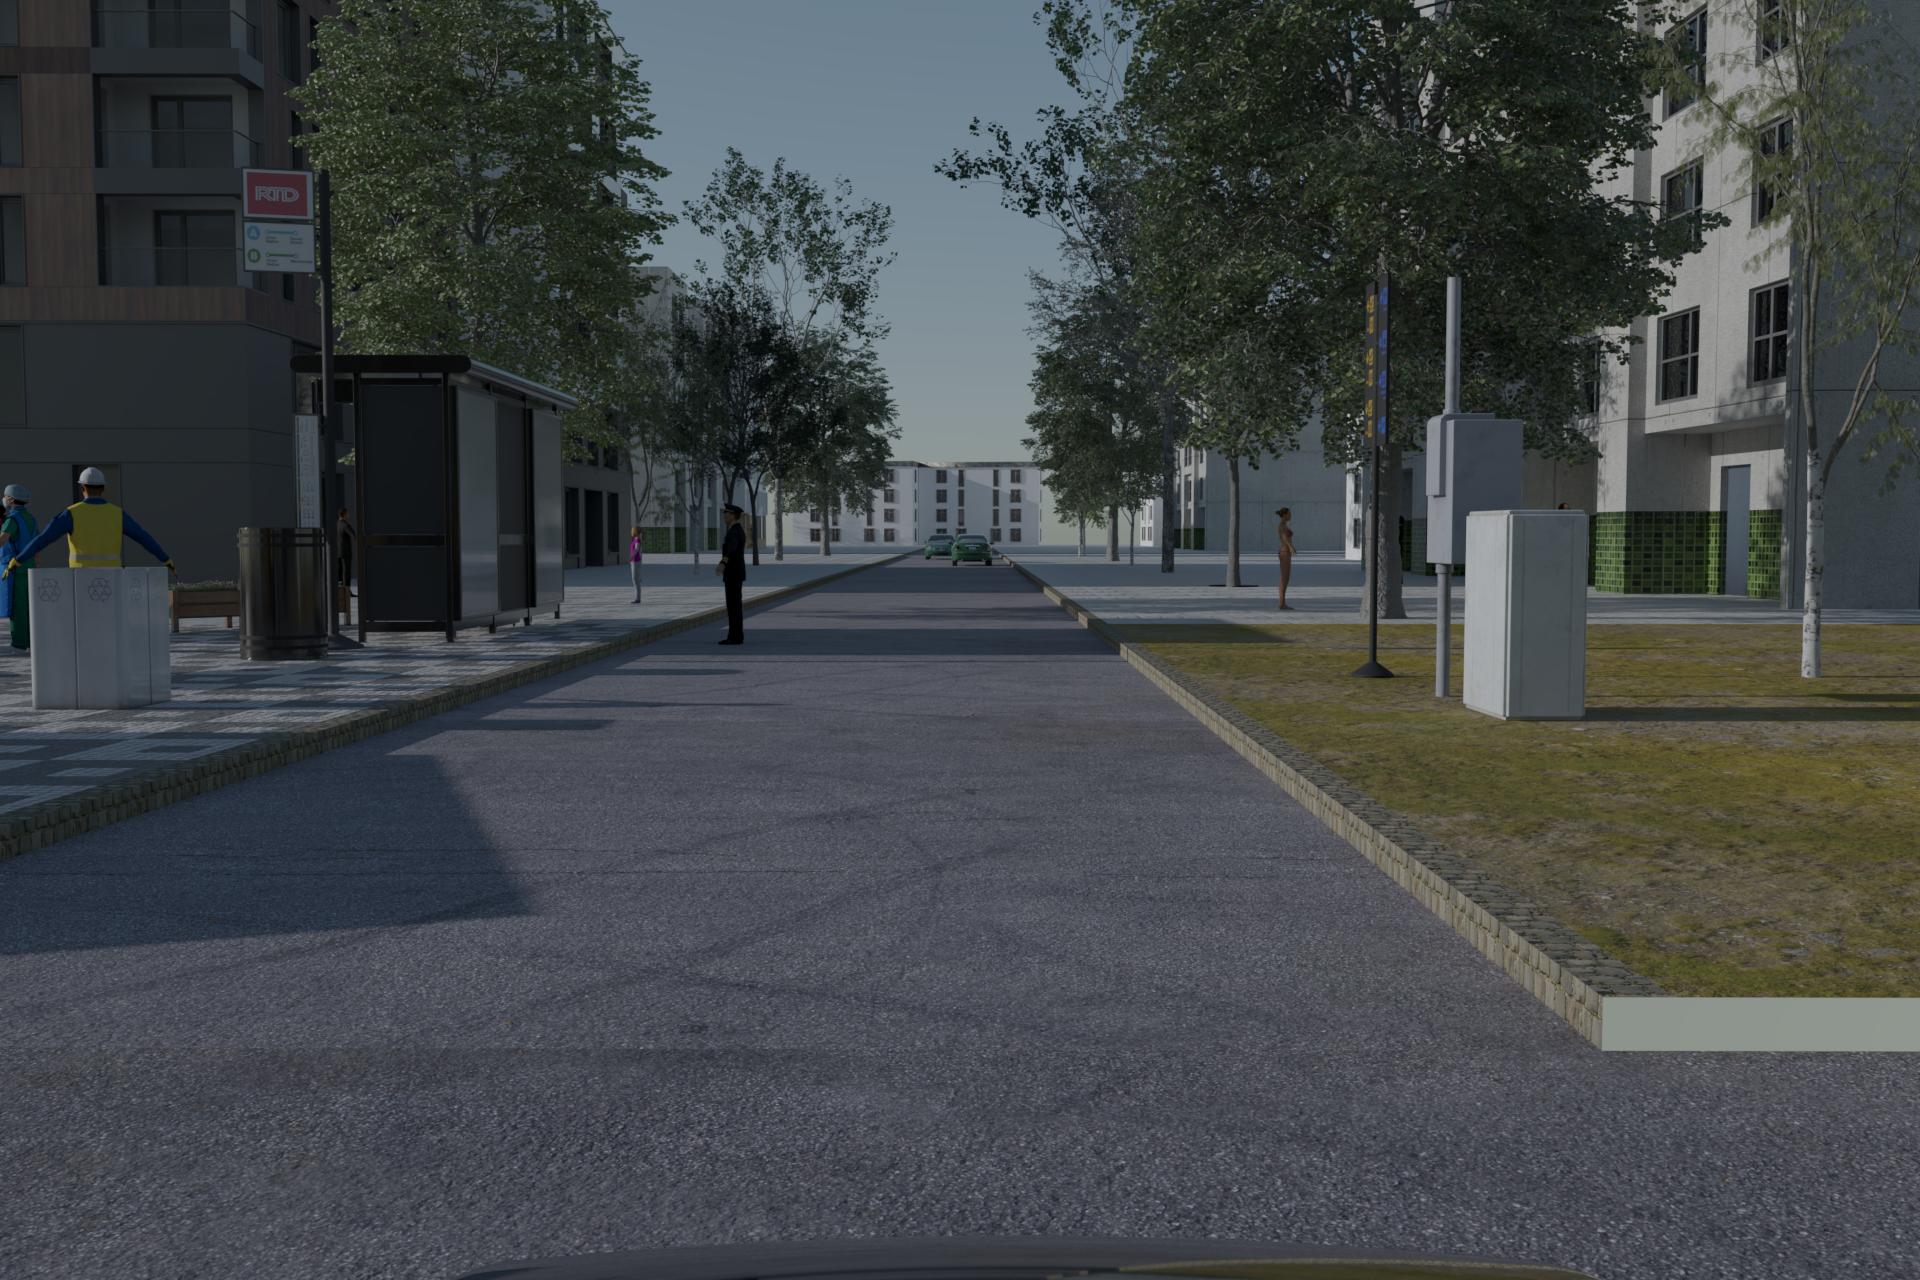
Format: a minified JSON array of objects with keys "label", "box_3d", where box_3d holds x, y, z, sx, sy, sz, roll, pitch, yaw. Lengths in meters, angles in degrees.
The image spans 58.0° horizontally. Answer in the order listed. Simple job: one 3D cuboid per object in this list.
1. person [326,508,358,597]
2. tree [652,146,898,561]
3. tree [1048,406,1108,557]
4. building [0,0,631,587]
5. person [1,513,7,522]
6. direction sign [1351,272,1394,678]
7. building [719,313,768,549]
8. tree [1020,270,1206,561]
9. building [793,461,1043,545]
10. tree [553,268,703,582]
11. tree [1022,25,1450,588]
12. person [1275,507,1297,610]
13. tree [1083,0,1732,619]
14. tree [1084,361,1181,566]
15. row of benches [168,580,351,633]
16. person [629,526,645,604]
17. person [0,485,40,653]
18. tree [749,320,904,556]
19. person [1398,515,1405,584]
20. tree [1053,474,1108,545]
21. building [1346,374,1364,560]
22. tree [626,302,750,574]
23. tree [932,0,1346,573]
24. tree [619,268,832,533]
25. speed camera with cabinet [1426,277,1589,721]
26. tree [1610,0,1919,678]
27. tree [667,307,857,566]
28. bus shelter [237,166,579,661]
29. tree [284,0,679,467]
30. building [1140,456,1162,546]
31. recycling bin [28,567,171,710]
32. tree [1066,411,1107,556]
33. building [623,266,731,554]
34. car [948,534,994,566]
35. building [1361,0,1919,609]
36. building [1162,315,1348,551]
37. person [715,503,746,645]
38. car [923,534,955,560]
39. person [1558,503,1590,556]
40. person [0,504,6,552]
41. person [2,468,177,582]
[{"label":"person","box_3d":[-12.454,-1.765,35.085,1.346,1.802,0.704,2,4,33]},{"label":"tree","box_3d":[-8.967,-13.973,84.349,12.611,20.169,13.585,0,3,0]},{"label":"tree","box_3d":[6.864,-8.897,95.825,4.737,8.622,4.395,0,3,0]},{"label":"building","box_3d":[-27.899,-13.067,57.623,27.936,21.610,32.646,0,4,-1]},{"label":"person","box_3d":[-21.444,-2.018,38.781,1.354,1.856,0.705,1,4,14]},{"label":"direction sign","box_3d":[3.714,-1.436,15.479,0.379,3.537,0.876,0,4,1]},{"label":"building","box_3d":[-23.050,-17.898,149.047,16.016,20.090,11.380,0,4,0]},{"label":"tree","box_3d":[7.148,-10.696,81.535,9.857,13.997,8.962,0,3,0]},{"label":"building","box_3d":[-4.671,-15.585,199.423,28.070,9.664,9.099,1,4,8]},{"label":"tree","box_3d":[-8.512,-5.879,46.482,4.360,8.622,3.978,0,3,0]},{"label":"tree","box_3d":[6.624,-8.018,41.469,12.009,13.543,11.850,0,3,0]},{"label":"person","box_3d":[5.610,-1.388,29.492,0.721,1.733,1.217,0,4,6]},{"label":"tree","box_3d":[6.520,-7.304,26.082,9.857,13.997,8.962,0,3,0]},{"label":"tree","box_3d":[6.932,-7.299,69.709,4.360,8.622,3.978,0,3,0]},{"label":"row of benches","box_3d":[-10.152,-0.462,23.009,1.422,0.672,4.104,3,5,41]},{"label":"person","box_3d":[-6.034,-1.388,31.956,0.599,1.433,0.991,-1,4,-9]},{"label":"person","box_3d":[-10.257,-0.776,18.812,0.704,1.817,1.347,0,4,-5]},{"label":"tree","box_3d":[-8.010,-11.941,101.882,9.857,13.997,8.962,0,3,0]},{"label":"person","box_3d":[10.745,-2.206,42.791,0.721,1.740,1.216,1,4,22]},{"label":"tree","box_3d":[14.551,-17.326,201.405,7.486,12.596,7.792,0,3,0]},{"label":"building","box_3d":[24.229,-8.129,75.049,9.099,9.664,28.070,0,4,0]},{"label":"tree","box_3d":[-8.310,-6.380,54.679,4.360,8.622,3.978,0,3,0]},{"label":"tree","box_3d":[5.576,-12.346,57.741,12.611,20.169,13.585,0,3,0]},{"label":"tree","box_3d":[-8.425,-7.795,61.856,8.767,10.594,7.601,1,4,8]},{"label":"speed camera with cabinet","box_3d":[4.003,-1.127,12.765,0.660,3.252,2.038,0,4,0]},{"label":"tree","box_3d":[7.511,-3.983,15.487,4.360,8.622,3.978,0,3,0]},{"label":"tree","box_3d":[-8.250,-8.320,70.444,8.767,10.594,7.601,0,4,4]},{"label":"bus shelter","box_3d":[-6.788,-2.697,21.731,2.179,5.291,8.768,0,4,-1]},{"label":"tree","box_3d":[-8.732,-6.937,31.544,7.486,12.596,7.792,0,3,0]},{"label":"building","box_3d":[24.595,-14.536,179.815,9.099,9.664,28.070,0,3,0]},{"label":"recycling bin","box_3d":[-6.422,-0.025,12.959,0.722,1.027,0.722,0,4,2]},{"label":"tree","box_3d":[7.357,-9.314,102.642,4.360,8.622,3.978,0,3,0]},{"label":"building","box_3d":[-27.680,-16.144,130.414,16.747,18.905,31.486,0,4,0]},{"label":"car","box_3d":[0.525,-4.107,78.946,2.131,1.459,4.920,0,4,-1]},{"label":"building","box_3d":[22.496,-10.901,44.695,16.747,18.905,31.486,0,3,0]},{"label":"building","box_3d":[27.254,-17.166,147.128,16.747,18.905,31.486,0,4,1]},{"label":"person","box_3d":[-2.972,-0.864,22.523,0.705,1.837,1.347,0,4,0]},{"label":"car","box_3d":[-1.036,-5.301,98.462,2.131,1.459,4.920,0,4,0]},{"label":"person","box_3d":[10.011,-1.370,28.669,1.348,1.796,0.705,-3,5,-44]},{"label":"person","box_3d":[-17.561,-1.561,31.671,1.345,1.843,0.704,0,4,6]},{"label":"person","box_3d":[-7.234,-0.520,14.478,1.349,1.833,0.705,-3,5,-39]}]
